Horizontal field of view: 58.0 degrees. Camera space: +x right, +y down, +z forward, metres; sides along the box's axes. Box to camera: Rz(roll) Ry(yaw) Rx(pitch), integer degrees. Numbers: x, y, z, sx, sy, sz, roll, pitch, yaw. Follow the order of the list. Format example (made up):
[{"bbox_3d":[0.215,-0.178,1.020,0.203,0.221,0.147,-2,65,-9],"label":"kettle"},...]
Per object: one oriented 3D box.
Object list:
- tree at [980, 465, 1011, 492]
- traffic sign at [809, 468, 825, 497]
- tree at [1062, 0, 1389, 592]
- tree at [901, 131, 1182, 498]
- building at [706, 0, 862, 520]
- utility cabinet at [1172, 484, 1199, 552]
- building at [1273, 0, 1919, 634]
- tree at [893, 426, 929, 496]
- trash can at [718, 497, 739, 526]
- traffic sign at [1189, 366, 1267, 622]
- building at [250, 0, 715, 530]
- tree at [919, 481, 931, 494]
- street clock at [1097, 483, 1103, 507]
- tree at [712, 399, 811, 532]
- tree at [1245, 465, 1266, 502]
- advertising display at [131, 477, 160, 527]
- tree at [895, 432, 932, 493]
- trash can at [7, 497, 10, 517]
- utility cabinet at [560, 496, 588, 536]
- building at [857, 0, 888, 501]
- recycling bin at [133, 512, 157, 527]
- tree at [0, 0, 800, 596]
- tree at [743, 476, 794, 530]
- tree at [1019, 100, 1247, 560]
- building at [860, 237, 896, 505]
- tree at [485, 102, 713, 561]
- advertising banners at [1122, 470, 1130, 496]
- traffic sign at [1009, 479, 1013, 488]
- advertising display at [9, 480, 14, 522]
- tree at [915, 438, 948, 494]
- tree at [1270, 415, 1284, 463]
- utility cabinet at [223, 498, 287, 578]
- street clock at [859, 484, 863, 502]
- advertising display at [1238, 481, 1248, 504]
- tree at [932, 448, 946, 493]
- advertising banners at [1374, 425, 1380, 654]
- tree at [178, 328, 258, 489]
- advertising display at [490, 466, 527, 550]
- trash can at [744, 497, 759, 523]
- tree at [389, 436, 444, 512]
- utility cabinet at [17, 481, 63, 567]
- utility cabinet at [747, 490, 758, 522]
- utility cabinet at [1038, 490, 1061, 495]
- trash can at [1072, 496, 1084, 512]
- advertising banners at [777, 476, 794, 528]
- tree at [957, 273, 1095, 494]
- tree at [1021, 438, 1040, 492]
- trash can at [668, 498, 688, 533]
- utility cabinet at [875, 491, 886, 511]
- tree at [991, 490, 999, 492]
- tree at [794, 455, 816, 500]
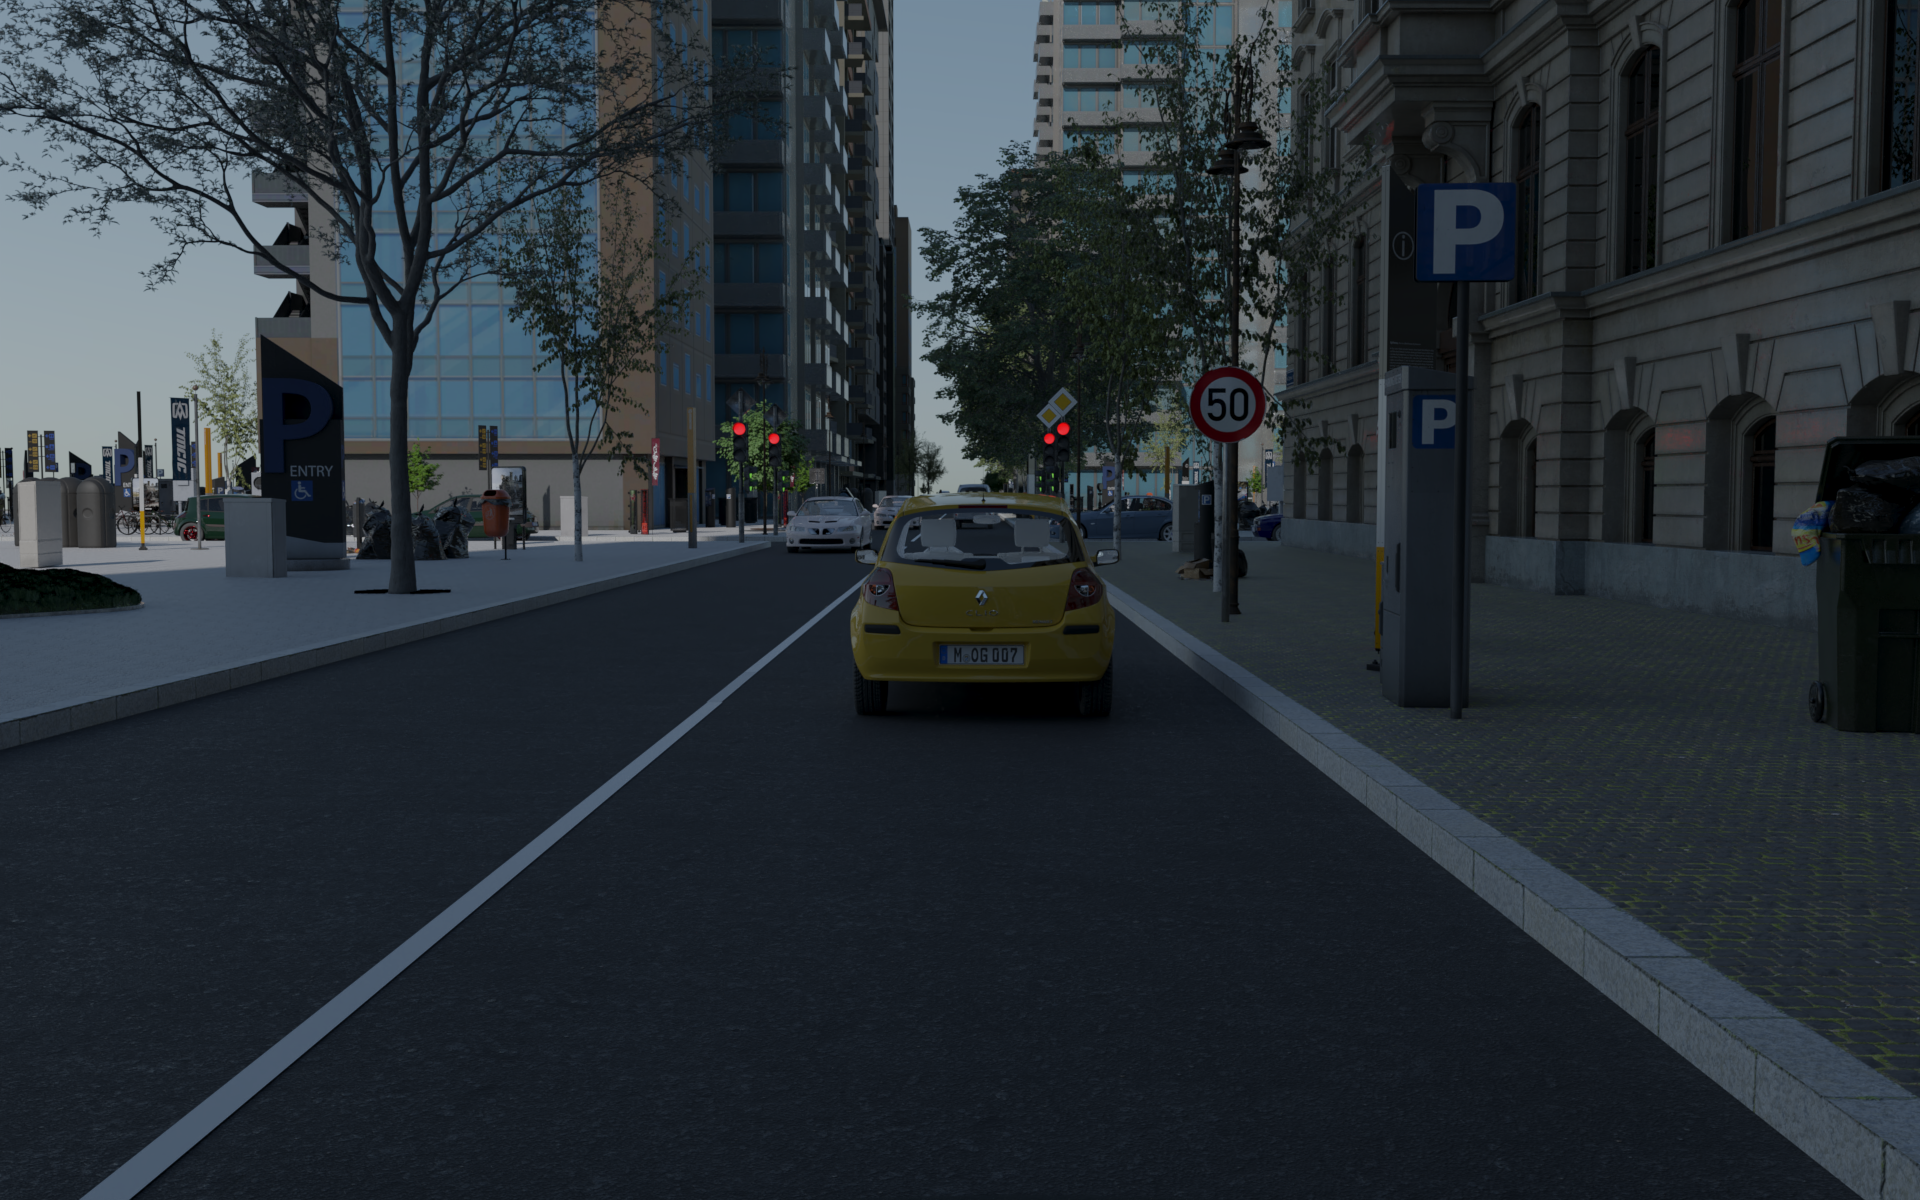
[{"bbox_3d":[4.281,-12.894,194.522,4.285,4.588,4.351,0,3,0],"label":"tree"},{"bbox_3d":[-5.636,-4.044,68.249,0.606,2.300,0.079,0,4,4],"label":"traffic sign"},{"bbox_3d":[3.381,-4.398,22.271,4.360,8.622,3.978,0,3,0],"label":"tree"},{"bbox_3d":[3.132,-9.415,60.594,9.857,13.997,8.962,0,3,0],"label":"tree"},{"bbox_3d":[-18.085,-29.284,98.399,23.786,49.044,30.456,0,4,0],"label":"building"},{"bbox_3d":[5.254,-1.789,37.933,1.173,1.500,0.318,-1,4,-21],"label":"utility cabinet"},{"bbox_3d":[13.098,-12.640,25.743,14.460,24.649,34.723,0,4,0],"label":"building"},{"bbox_3d":[-5.361,-14.518,187.739,4.360,8.622,3.978,0,3,0],"label":"tree"},{"bbox_3d":[-9.534,-3.605,70.591,0.748,1.137,0.748,0,3,0],"label":"trash can"},{"bbox_3d":[2.663,-1.052,17.301,0.768,2.556,0.104,0,4,3],"label":"traffic sign"},{"bbox_3d":[-17.521,-25.473,66.598,14.600,45.320,14.200,0,4,0],"label":"building"},{"bbox_3d":[-5.367,-15.878,254.201,1.663,3.219,1.824,0,3,0],"label":"tree"},{"bbox_3d":[9.164,-6.655,113.386,0.358,2.002,0.471,3,4,39],"label":"street clock"},{"bbox_3d":[-6.813,-4.647,59.696,4.285,4.588,4.351,0,3,0],"label":"tree"},{"bbox_3d":[19.030,-7.096,110.613,1.663,3.219,1.824,0,3,0],"label":"tree"},{"bbox_3d":[-31.485,-3.776,66.959,0.974,1.923,0.123,-2,4,-34],"label":"advertising display"},{"bbox_3d":[-6.097,-15.586,205.195,4.737,8.622,4.395,0,3,0],"label":"tree"},{"bbox_3d":[-53.068,-5.227,97.120,0.748,1.137,0.748,0,3,0],"label":"trash can"},{"bbox_3d":[-11.789,-2.556,52.950,1.020,1.237,0.306,3,5,41],"label":"utility cabinet"},{"bbox_3d":[-21.960,-35.611,171.480,28.713,52.752,27.495,0,4,0],"label":"building"},{"bbox_3d":[-32.095,-3.404,68.202,0.722,1.027,0.722,-3,4,-36],"label":"recycling bin"},{"bbox_3d":[-7.260,-6.836,22.134,12.009,13.543,11.850,0,3,0],"label":"tree"},{"bbox_3d":[-7.076,-4.152,62.488,1.663,3.219,1.824,0,3,0],"label":"tree"},{"bbox_3d":[3.295,-5.079,33.402,4.737,8.622,4.395,0,3,0],"label":"tree"},{"bbox_3d":[-14.555,-25.773,193.092,14.160,30.474,14.107,0,4,0],"label":"building"},{"bbox_3d":[-7.086,-5.037,32.714,4.360,8.622,3.978,0,3,0],"label":"tree"},{"bbox_3d":[11.866,-7.816,123.982,0.090,3.025,2.074,-1,4,-9],"label":"advertising banners"},{"bbox_3d":[3.625,-7.075,117.803,0.606,2.300,0.079,0,4,1],"label":"traffic sign"},{"bbox_3d":[-44.249,-4.622,80.787,0.123,1.923,0.974,-2,4,-25],"label":"advertising display"},{"bbox_3d":[-5.566,-21.557,286.871,8.767,10.594,7.601,3,4,36],"label":"tree"},{"bbox_3d":[23.947,-10.570,123.183,4.737,8.622,4.395,0,3,0],"label":"tree"},{"bbox_3d":[-10.895,-0.956,26.795,1.020,1.237,0.306,2,4,25],"label":"utility cabinet"},{"bbox_3d":[-6.958,-7.157,121.588,0.358,2.002,0.471,1,4,10],"label":"street clock"},{"bbox_3d":[14.141,-5.045,87.703,0.974,1.923,0.123,3,4,38],"label":"advertising display"},{"bbox_3d":[-4.608,-19.482,268.885,4.737,8.622,4.395,0,3,0],"label":"tree"},{"bbox_3d":[3.480,-1.108,14.305,0.090,3.025,2.074,1,4,14],"label":"advertising banners"},{"bbox_3d":[-32.660,-7.795,77.804,4.737,8.622,4.395,0,3,0],"label":"tree"},{"bbox_3d":[-10.443,-2.133,40.089,0.974,1.923,0.123,2,4,26],"label":"advertising display"},{"bbox_3d":[-9.194,-3.931,75.931,0.748,1.137,0.748,0,3,0],"label":"trash can"},{"bbox_3d":[-18.169,-3.883,58.095,1.663,3.219,1.824,0,3,0],"label":"tree"},{"bbox_3d":[-16.122,-1.325,30.350,0.318,1.500,1.173,-1,4,-9],"label":"utility cabinet"},{"bbox_3d":[-9.295,-4.217,77.621,0.318,1.500,1.173,0,4,2],"label":"utility cabinet"},{"bbox_3d":[4.536,-4.848,87.946,1.173,1.500,0.318,2,4,28],"label":"utility cabinet"},{"bbox_3d":[7.062,-5.615,103.453,0.748,1.137,0.748,0,3,0],"label":"trash can"},{"bbox_3d":[-6.653,-4.273,66.058,0.090,3.025,2.074,-2,4,-25],"label":"advertising banners"},{"bbox_3d":[3.260,-10.221,85.233,7.486,12.596,7.792,0,3,0],"label":"tree"},{"bbox_3d":[4.890,-11.071,131.372,4.360,8.622,3.978,0,3,0],"label":"tree"},{"bbox_3d":[-9.327,-2.809,57.580,0.748,1.137,0.748,0,3,0],"label":"trash can"},{"bbox_3d":[-5.523,-6.832,120.382,0.318,1.500,1.173,2,4,24],"label":"utility cabinet"},{"bbox_3d":[4.411,-13.306,212.156,1.663,3.219,1.824,0,3,0],"label":"tree"},{"bbox_3d":[-7.022,-4.663,70.835,1.663,3.219,1.824,0,3,0],"label":"tree"}]
